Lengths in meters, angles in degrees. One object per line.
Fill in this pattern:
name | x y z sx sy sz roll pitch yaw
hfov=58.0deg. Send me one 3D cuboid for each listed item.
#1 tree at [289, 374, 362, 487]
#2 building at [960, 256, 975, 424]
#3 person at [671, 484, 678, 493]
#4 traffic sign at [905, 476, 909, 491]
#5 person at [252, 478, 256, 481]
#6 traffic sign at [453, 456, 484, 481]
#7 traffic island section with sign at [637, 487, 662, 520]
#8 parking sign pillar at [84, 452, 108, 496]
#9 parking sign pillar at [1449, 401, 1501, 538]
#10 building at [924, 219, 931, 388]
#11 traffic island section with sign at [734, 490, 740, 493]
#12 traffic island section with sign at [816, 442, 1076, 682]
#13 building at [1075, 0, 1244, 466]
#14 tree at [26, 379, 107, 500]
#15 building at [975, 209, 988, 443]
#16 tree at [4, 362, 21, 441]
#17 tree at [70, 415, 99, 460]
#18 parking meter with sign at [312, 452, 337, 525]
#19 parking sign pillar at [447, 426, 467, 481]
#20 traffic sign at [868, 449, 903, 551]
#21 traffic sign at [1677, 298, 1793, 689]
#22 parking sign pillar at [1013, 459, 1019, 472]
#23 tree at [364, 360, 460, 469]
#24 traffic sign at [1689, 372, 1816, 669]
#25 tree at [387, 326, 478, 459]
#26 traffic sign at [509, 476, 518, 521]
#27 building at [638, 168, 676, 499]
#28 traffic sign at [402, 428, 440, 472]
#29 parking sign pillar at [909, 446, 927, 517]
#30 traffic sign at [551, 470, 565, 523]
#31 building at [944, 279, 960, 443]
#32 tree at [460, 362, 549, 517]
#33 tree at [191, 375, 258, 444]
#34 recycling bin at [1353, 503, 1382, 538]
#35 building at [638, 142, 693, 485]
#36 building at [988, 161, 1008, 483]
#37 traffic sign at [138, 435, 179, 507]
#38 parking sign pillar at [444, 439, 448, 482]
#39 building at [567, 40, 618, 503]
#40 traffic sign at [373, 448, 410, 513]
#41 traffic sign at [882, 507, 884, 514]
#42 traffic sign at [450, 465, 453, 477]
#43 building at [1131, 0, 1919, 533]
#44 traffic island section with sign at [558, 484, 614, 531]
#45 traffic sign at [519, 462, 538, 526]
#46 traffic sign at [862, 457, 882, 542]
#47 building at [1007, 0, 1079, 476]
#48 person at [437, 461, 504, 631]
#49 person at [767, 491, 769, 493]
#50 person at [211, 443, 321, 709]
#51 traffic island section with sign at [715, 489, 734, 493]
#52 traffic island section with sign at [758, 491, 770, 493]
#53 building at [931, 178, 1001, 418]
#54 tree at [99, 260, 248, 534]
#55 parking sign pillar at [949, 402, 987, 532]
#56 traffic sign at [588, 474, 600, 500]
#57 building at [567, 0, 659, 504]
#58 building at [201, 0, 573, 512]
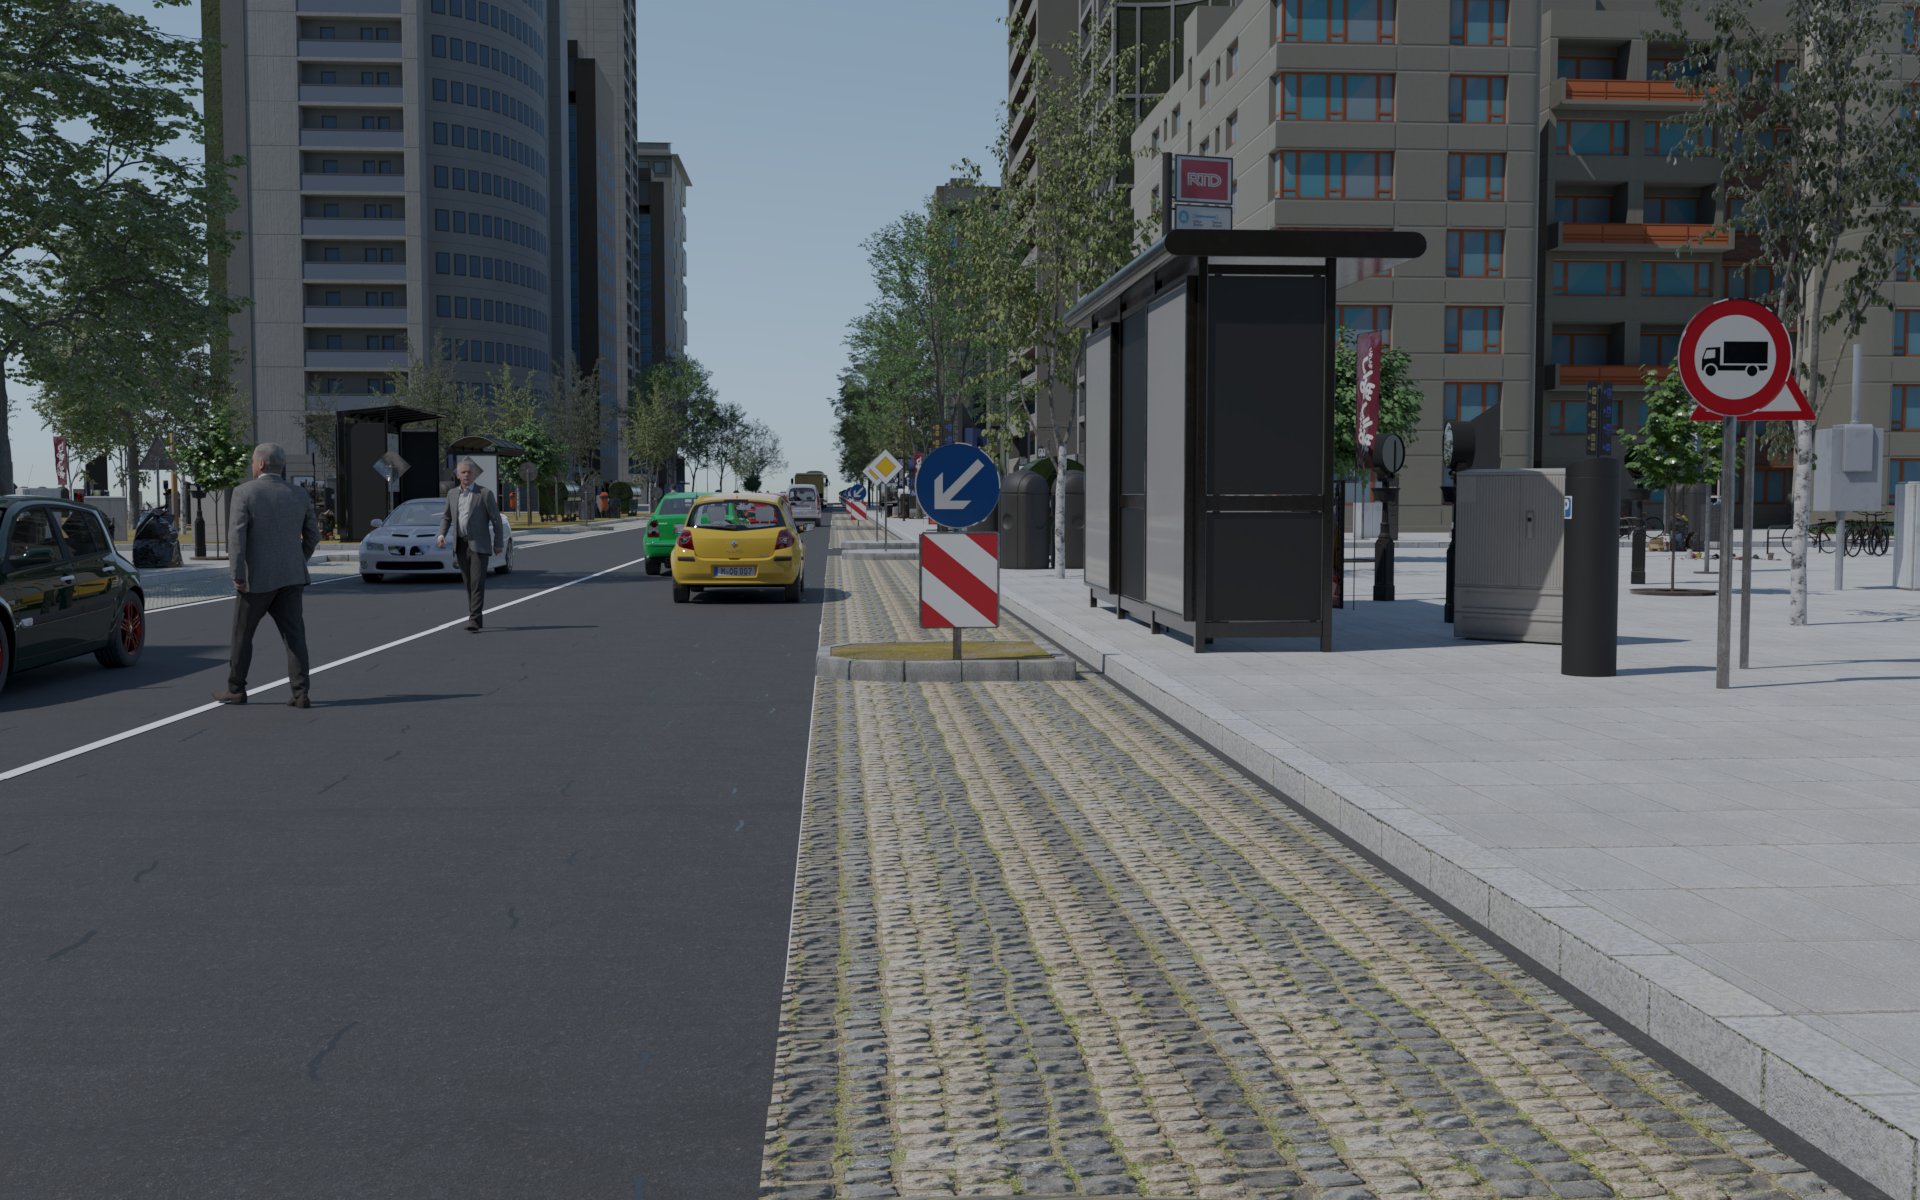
tree | -39.210 -9.609 107.472 4.360 8.622 3.978 0 3 0
building | 7.875 -25.023 180.833 14.160 30.474 14.107 0 4 -4
person | -10.293 -3.277 62.357 0.678 1.792 0.850 -2 4 -35
traffic sign | -3.601 -7.450 121.906 0.768 2.556 0.104 0 4 -4
person | -12.338 -1.301 30.525 0.760 1.731 0.466 2 4 28
traffic sign | -13.003 -2.582 45.854 0.795 2.450 0.064 0 4 -4
traffic island section with sign | -16.574 -5.267 94.738 1.989 1.847 2.006 0 4 -4
parking sign pillar | -53.397 -7.251 107.025 1.447 3.967 1.447 3 5 42
parking sign pillar | 15.014 -3.788 50.408 1.447 3.967 1.447 1 4 15
building | 5.882 -37.469 267.235 22.147 44.769 28.867 0 4 -4
traffic island section with sign | -22.220 -10.029 172.598 1.989 1.847 2.006 0 4 -4
traffic island section with sign | -0.175 -0.332 14.062 1.989 1.847 2.006 0 4 -4
building | 16.895 -41.050 109.420 20.563 71.187 20.611 0 4 -4
tree | -44.548 -8.361 87.067 4.737 8.622 4.395 0 3 0
building | 9.364 -24.154 166.611 14.160 30.474 14.107 0 4 -4
tree | -44.801 -7.858 78.835 4.360 8.622 3.978 0 3 0
tree | -39.123 -7.946 80.286 4.360 8.622 3.978 0 3 0
parking meter with sign | -26.189 -4.672 72.642 1.738 3.016 0.543 -1 4 -15
parking sign pillar | -19.751 -4.970 69.729 1.447 3.967 1.447 -1 4 -16
traffic sign | -1.658 -2.141 38.647 0.795 2.450 0.064 0 4 -4
traffic sign | 5.031 -0.688 11.348 0.768 2.556 0.104 0 4 -3
parking sign pillar | 4.124 -8.042 119.966 1.447 3.967 1.447 -1 4 -22
tree | -30.459 -9.058 98.464 4.737 8.622 4.395 0 3 0
traffic sign | 5.749 -0.772 12.626 0.884 2.594 0.081 0 4 5
tree | -23.374 -7.697 76.207 4.360 8.622 3.978 0 3 0
traffic sign | -21.399 -5.104 83.560 0.768 2.556 0.104 0 4 1
building | -47.298 -36.148 241.127 14.600 45.320 14.200 0 4 -4
traffic sign | -17.206 -3.651 53.564 2.265 3.308 0.079 0 4 4
parking sign pillar | -2.603 -6.649 97.180 1.447 3.967 1.447 0 4 0
traffic sign | -18.048 -4.731 77.459 0.768 2.556 0.104 0 4 1
building | 4.774 -28.106 231.235 14.160 30.474 14.107 0 4 -4
tree | -24.565 -8.909 96.025 4.737 8.622 4.395 0 3 0
tree | -44.905 -9.495 105.607 4.737 8.622 4.395 0 3 0
recycling bin | 12.006 -2.345 50.895 0.722 1.027 0.722 0 4 -5
building | -55.619 -41.135 261.789 28.713 52.752 27.495 0 4 -4
building | 10.363 -23.294 152.565 14.160 30.474 14.107 0 4 -4
traffic sign | -17.786 -2.350 38.429 0.884 2.594 0.081 0 4 -3
parking sign pillar | -24.914 -5.934 85.490 1.447 3.967 1.447 1 4 16
building | -42.642 -32.112 175.146 14.600 45.320 14.200 0 4 -4
traffic sign | -12.425 -2.095 37.890 0.795 2.450 0.064 0 4 -4
traffic sign | -4.880 -6.704 109.721 0.768 2.556 0.104 0 4 4
traffic sign | -19.539 -4.132 67.661 0.768 2.556 0.104 0 4 4
building | 23.666 -13.831 71.170 28.899 21.520 27.650 0 4 -4
traffic island section with sign | -14.633 -3.622 67.853 1.989 1.847 2.006 0 4 -4
traffic sign | -17.165 -4.204 68.846 0.768 2.556 0.104 0 4 5
traffic sign | -2.235 -2.628 46.611 0.795 2.450 0.064 0 4 -4
building | 15.364 -31.238 134.450 21.300 48.544 21.600 0 4 -4
person | -5.138 -0.563 18.110 0.661 1.777 0.834 0 4 1
person | -16.970 -8.758 152.370 1.217 1.739 0.721 2 4 32
person | -4.717 -0.173 11.734 0.834 1.777 0.661 2 4 32
traffic island section with sign | -20.272 -8.384 145.713 1.989 1.847 2.006 0 4 -4
traffic island section with sign | -26.170 -13.363 227.105 1.989 1.847 2.006 0 4 -4
building | 3.154 -36.398 245.217 14.600 45.320 14.200 0 4 -4
tree | -24.758 -6.399 54.982 4.360 8.622 3.978 0 3 0
parking sign pillar | 0.389 -3.846 51.357 1.447 3.967 1.447 2 4 24
traffic sign | -23.197 -6.716 109.910 0.768 2.556 0.104 0 4 0
building | -49.864 -47.963 222.451 20.563 71.187 20.611 0 4 -4
building | -42.607 -36.095 132.158 21.231 58.520 28.212 0 4 -4
